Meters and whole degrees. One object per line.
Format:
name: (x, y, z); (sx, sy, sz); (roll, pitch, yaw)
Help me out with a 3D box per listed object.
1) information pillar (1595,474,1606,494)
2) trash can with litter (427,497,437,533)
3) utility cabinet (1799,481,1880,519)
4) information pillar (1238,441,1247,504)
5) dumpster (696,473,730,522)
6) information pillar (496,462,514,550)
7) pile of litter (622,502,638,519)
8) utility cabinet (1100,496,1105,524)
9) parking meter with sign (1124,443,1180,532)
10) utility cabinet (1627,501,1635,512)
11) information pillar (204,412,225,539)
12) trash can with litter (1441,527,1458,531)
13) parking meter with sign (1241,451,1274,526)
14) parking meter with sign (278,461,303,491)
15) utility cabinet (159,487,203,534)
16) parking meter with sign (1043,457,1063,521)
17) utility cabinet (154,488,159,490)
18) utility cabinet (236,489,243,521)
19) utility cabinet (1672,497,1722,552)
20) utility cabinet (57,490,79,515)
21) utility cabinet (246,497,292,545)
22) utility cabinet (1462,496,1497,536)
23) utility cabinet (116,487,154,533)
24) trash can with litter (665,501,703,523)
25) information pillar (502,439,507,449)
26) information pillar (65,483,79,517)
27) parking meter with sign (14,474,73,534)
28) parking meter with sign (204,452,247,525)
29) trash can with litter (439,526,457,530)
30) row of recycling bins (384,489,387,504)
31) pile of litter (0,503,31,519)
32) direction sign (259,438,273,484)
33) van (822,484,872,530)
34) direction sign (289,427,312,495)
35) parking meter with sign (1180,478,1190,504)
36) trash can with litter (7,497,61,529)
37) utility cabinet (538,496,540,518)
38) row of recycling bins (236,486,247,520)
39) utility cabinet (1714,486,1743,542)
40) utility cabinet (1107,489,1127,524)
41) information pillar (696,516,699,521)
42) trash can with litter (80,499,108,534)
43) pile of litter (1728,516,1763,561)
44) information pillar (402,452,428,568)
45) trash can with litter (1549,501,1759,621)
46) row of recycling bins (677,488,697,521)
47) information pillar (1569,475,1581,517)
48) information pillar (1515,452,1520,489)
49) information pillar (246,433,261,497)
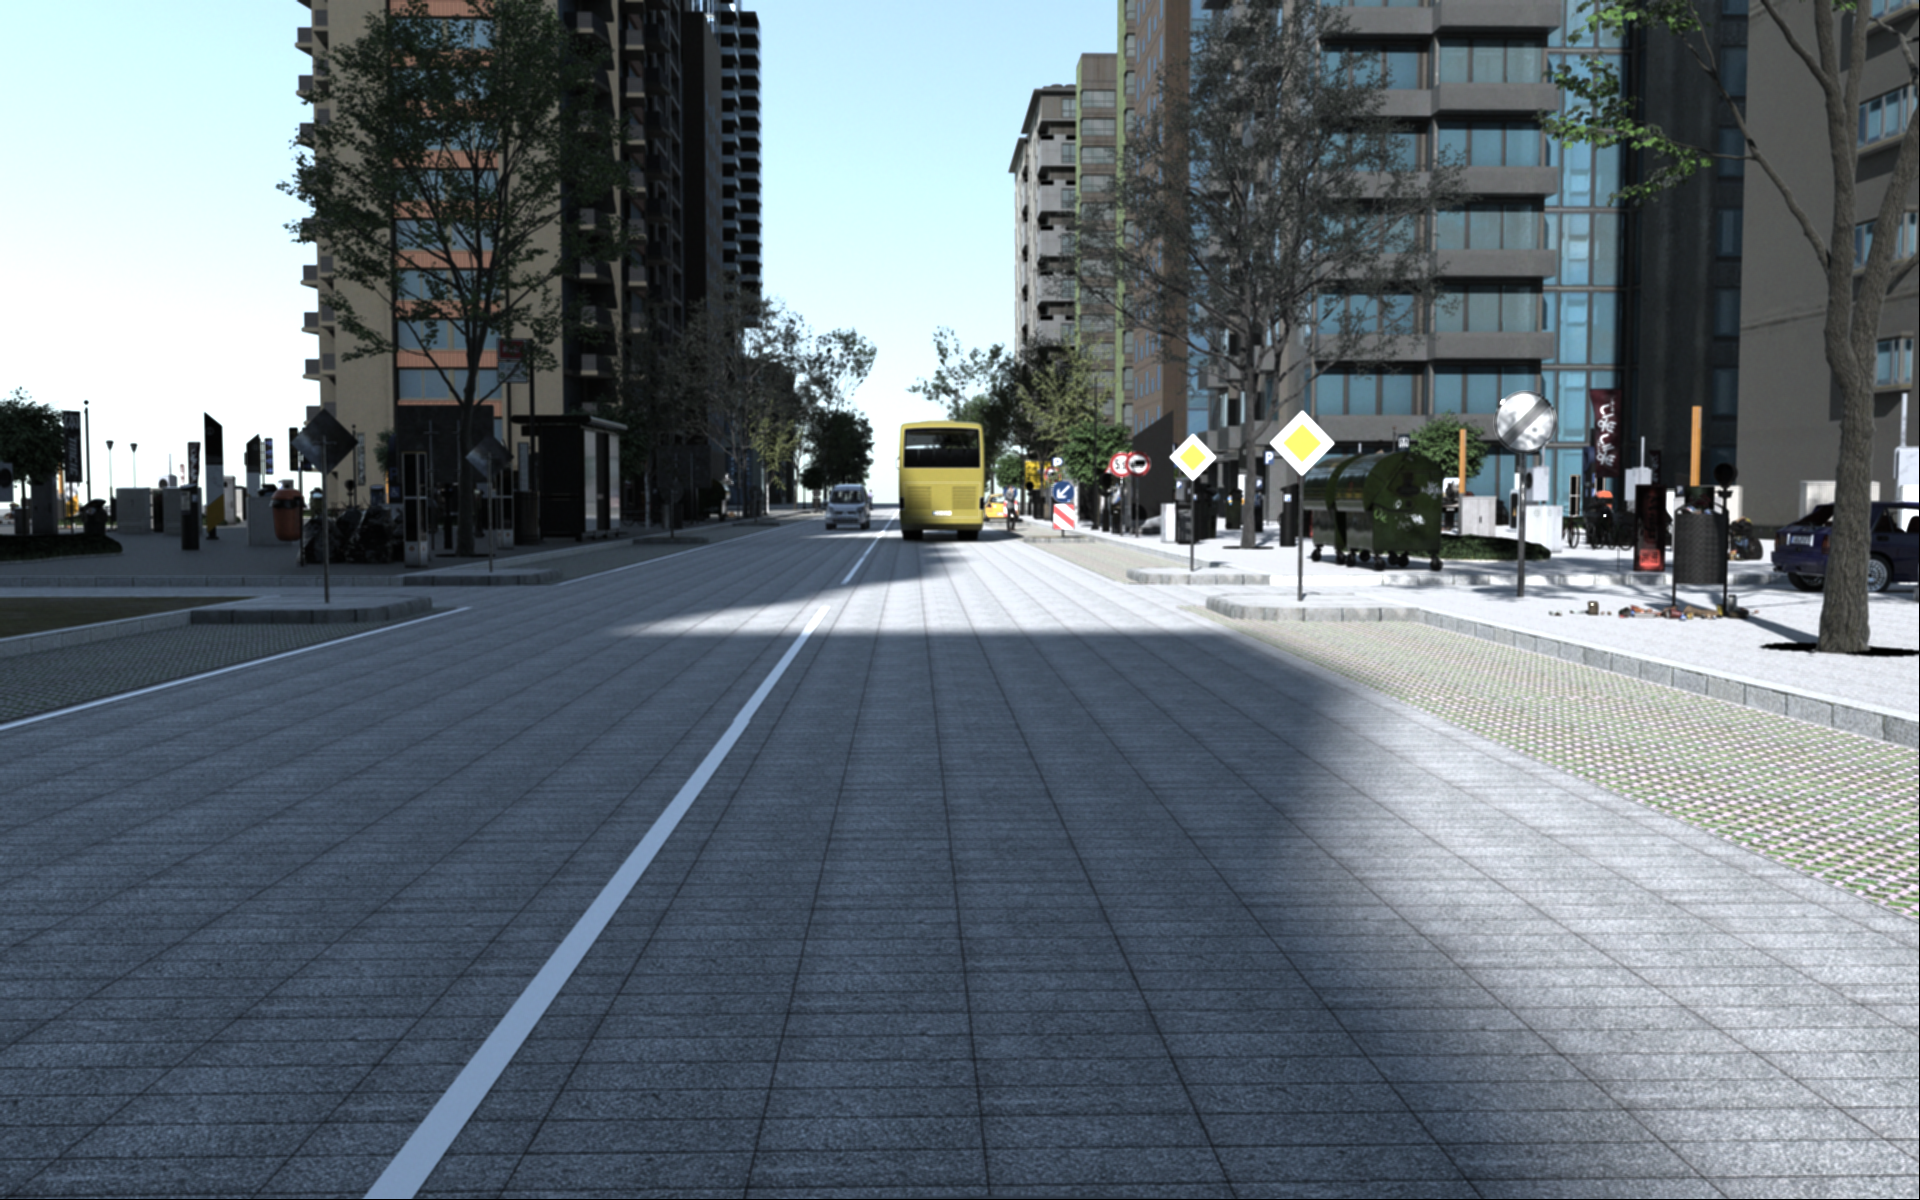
information pillar: (21.995, -3.365, 59.517); (0.304, 2.012, 0.304); (2, 4, 28)
trash can with litter: (-17.449, -2.796, 57.103); (0.624, 1.170, 1.055); (-2, 4, -28)
utility cabinet: (14.643, -1.235, 28.866); (1.173, 1.500, 0.318); (0, 4, 3)
information pillar: (12.096, -5.046, 73.863); (0.183, 3.616, 0.504); (-3, 5, -43)
dumpster: (-11.656, -4.828, 81.435); (1.502, 2.255, 1.985); (0, 4, -1)
information pillar: (-10.562, -2.183, 40.190); (0.304, 2.012, 0.304); (-3, 5, -39)
pile of litter: (-16.900, -4.532, 88.056); (1.719, 0.858, 1.176); (-1, 4, -14)
utility cabinet: (6.153, -3.931, 75.429); (0.306, 1.237, 1.020); (0, 4, 5)
parking meter with sign: (6.526, -3.862, 59.407); (1.738, 3.016, 0.543); (-1, 4, -12)
utility cabinet: (26.211, -3.434, 67.311); (0.306, 1.237, 1.020); (0, 4, 4)
information pillar: (-21.125, -3.529, 49.046); (0.504, 3.616, 0.183); (-1, 4, -22)
trash can with litter: (16.666, -3.031, 60.618); (1.678, 1.210, 2.233); (-1, 4, -18)
parking meter with sign: (12.016, -4.564, 70.890); (0.543, 3.016, 1.738); (-2, 4, -35)
parking meter with sign: (-35.121, -5.745, 90.191); (0.543, 3.016, 1.738); (2, 4, 34)
utility cabinet: (-24.419, -2.796, 54.392); (1.173, 1.500, 0.318); (1, 4, 11)
parking meter with sign: (4.419, -5.321, 83.258); (0.543, 3.016, 1.738); (-1, 4, -14)
utility cabinet: (-29.233, -3.297, 62.584); (0.318, 1.500, 1.173); (3, 4, 36)
utility cabinet: (-33.664, -4.346, 79.734); (1.173, 1.500, 0.318); (-1, 4, -20)
utility cabinet: (16.127, -1.638, 37.937); (0.306, 1.237, 1.020); (-2, 4, -32)
utility cabinet: (-44.497, -4.734, 86.077); (0.318, 1.500, 1.173); (3, 5, 43)
utility cabinet: (-17.469, -1.994, 43.769); (1.020, 1.237, 0.306); (-2, 4, -35)
utility cabinet: (14.917, -2.365, 49.825); (0.306, 1.237, 1.020); (-2, 4, -33)
utility cabinet: (-27.109, -2.942, 56.786); (1.173, 1.500, 0.318); (1, 4, 21)
trash can with litter: (-12.558, -4.033, 76.994); (2.233, 1.210, 1.678); (1, 4, 17)
information pillar: (-19.395, -5.042, 73.785); (0.183, 3.616, 0.504); (-2, 4, -32)
information pillar: (-36.780, -4.910, 71.638); (0.504, 3.616, 0.183); (-2, 4, -27)
parking meter with sign: (-29.402, -3.627, 55.567); (1.738, 3.016, 0.543); (0, 4, -8)
parking meter with sign: (-30.511, -4.632, 71.997); (1.738, 3.016, 0.543); (-1, 4, -13)
trash can with litter: (-18.973, -3.076, 61.348); (2.233, 1.210, 1.678); (-1, 4, -15)
row of recycling bins: (-31.776, -5.607, 98.784); (1.069, 1.692, 3.534); (0, 4, 5)
pile of litter: (-48.730, -4.607, 89.295); (1.719, 0.858, 1.176); (0, 4, -8)
direction sign: (-28.136, -4.769, 69.975); (0.876, 3.537, 0.379); (1, 4, 11)
van: (-4.573, -3.901, 70.790); (2.013, 2.044, 4.112); (0, 4, 0)
direction sign: (-22.363, -4.085, 58.783); (0.876, 3.537, 0.379); (1, 4, 17)
parking meter with sign: (10.307, -5.104, 79.717); (0.543, 3.016, 1.738); (3, 5, 44)
trash can with litter: (-33.818, -3.268, 64.495); (2.233, 1.210, 1.678); (1, 4, 12)
utility cabinet: (-18.280, -3.891, 74.783); (1.020, 1.237, 0.306); (-2, 4, -29)
row of recycling bins: (-36.103, -4.817, 85.874); (1.069, 1.692, 3.534); (0, 4, -4)
utility cabinet: (20.215, -2.297, 46.227); (1.173, 1.500, 0.318); (3, 5, 41)
utility cabinet: (6.665, -3.988, 73.889); (0.318, 1.500, 1.173); (-2, 4, -34)
information pillar: (-12.529, -5.592, 82.782); (0.183, 3.616, 0.504); (0, 4, -7)
trash can with litter: (-21.128, -1.863, 41.853); (1.055, 1.170, 0.624); (2, 4, 23)
pile of litter: (14.966, -1.213, 33.796); (1.719, 0.858, 1.176); (-2, 4, -26)
information pillar: (-9.491, -1.571, 30.176); (0.304, 2.012, 0.304); (1, 4, 11)
trash can with litter: (7.382, -0.442, 18.293); (2.233, 1.210, 1.678); (1, 4, 13)
row of recycling bins: (-13.370, -4.734, 84.514); (1.069, 1.692, 3.534); (0, 4, 3)
information pillar: (23.862, -3.836, 67.214); (0.304, 2.012, 0.304); (3, 5, 41)
information pillar: (22.126, -4.712, 68.398); (0.504, 3.616, 0.183); (-2, 4, -27)
information pillar: (-27.030, -4.585, 66.317); (0.504, 3.616, 0.183); (-2, 4, -28)
